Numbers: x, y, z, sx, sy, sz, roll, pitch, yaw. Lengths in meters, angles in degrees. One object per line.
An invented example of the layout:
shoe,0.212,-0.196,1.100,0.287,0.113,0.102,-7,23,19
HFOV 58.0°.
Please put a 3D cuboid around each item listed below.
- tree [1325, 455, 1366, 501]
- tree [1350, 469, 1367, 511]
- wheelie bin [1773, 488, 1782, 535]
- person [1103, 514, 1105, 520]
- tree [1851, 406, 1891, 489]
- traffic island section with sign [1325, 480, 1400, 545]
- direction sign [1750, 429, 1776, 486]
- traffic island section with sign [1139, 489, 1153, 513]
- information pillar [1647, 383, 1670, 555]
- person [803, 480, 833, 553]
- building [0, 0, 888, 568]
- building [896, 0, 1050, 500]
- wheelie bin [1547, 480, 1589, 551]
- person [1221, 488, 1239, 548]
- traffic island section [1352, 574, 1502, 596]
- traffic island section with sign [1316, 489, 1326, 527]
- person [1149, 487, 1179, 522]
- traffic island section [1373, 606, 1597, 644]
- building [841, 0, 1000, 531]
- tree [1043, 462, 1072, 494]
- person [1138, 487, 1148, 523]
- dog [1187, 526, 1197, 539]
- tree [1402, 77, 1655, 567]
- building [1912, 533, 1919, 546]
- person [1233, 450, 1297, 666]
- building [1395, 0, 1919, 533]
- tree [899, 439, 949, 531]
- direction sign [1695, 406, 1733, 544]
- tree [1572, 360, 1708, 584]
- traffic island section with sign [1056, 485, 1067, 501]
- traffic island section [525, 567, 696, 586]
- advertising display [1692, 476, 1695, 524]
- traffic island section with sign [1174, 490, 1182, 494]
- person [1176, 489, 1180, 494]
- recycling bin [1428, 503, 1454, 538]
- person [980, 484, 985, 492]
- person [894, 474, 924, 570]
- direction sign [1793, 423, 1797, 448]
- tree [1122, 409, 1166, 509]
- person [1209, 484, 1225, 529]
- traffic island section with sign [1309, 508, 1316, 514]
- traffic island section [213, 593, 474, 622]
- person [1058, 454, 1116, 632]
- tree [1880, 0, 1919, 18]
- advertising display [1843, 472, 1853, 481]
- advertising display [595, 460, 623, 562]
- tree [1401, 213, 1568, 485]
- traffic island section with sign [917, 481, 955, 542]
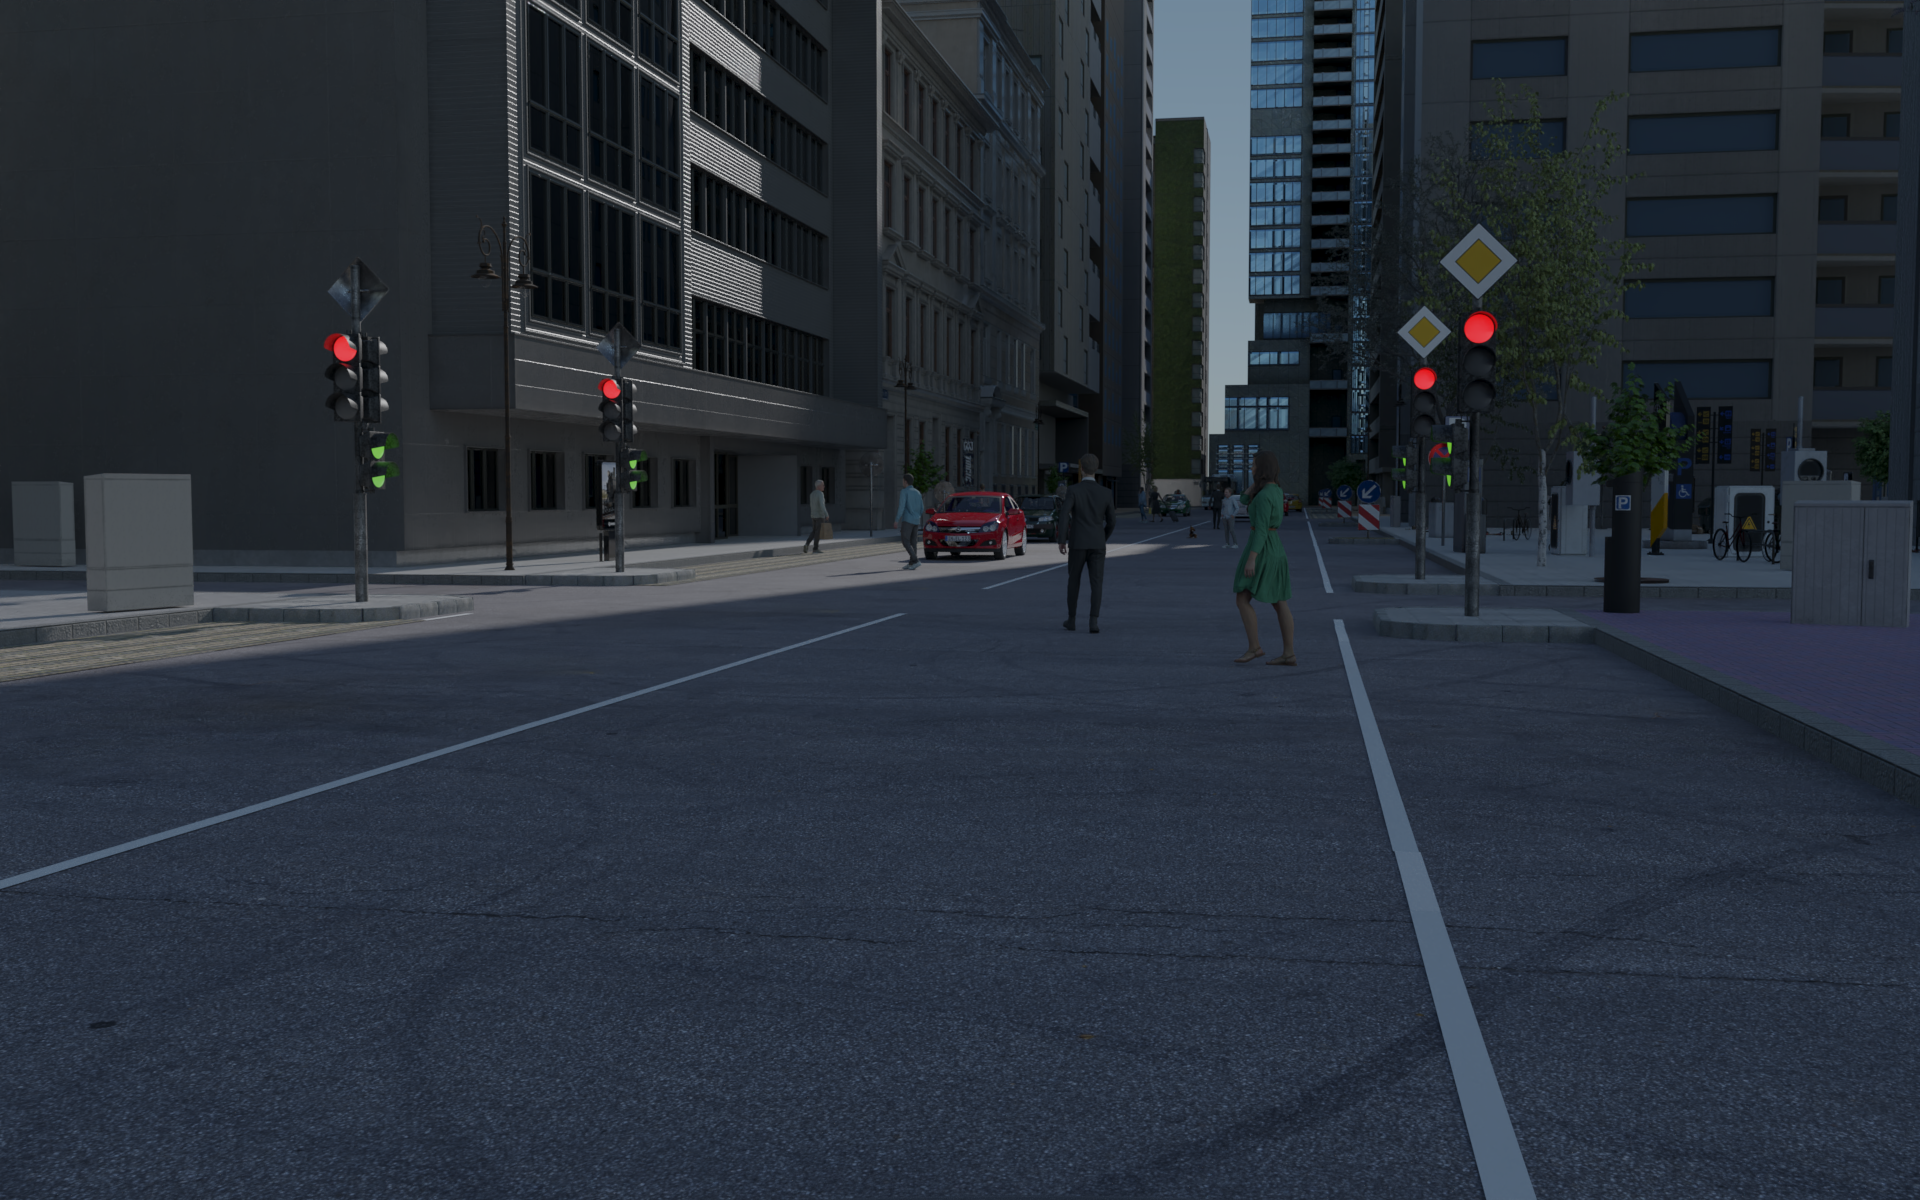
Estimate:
tree,32.579,-9.957,146.507,4.285,4.588,4.351,0,3,0
tree,30.853,-8.518,133.875,1.663,3.219,1.824,0,3,0
wheelie bin,25.956,-2.849,54.492,0.693,1.594,0.980,0,4,-1
person,7.725,-5.267,94.428,0.447,1.846,0.655,0,4,5
tree,32.639,-4.680,60.230,4.285,4.588,4.351,0,3,0
traffic island section with sign,11.702,-2.541,50.179,1.989,1.847,2.006,1,4,11
direction sign,27.730,-4.151,59.874,0.876,3.537,0.379,0,4,-1
traffic island section with sign,14.325,-7.319,128.300,1.989,1.847,2.006,1,4,11
information pillar,14.642,-2.745,36.231,0.183,3.616,0.504,-1,4,-10
person,-3.403,-1.992,41.561,0.515,1.767,0.782,-2,4,-35
building,-12.163,-13.820,45.024,14.314,24.678,30.058,1,4,11
building,-3.322,-18.657,90.947,13.634,28.700,20.117,1,4,11
wheelie bin,13.289,-1.835,37.908,0.693,1.594,0.980,2,4,34
person,7.117,-2.176,45.883,0.330,1.601,0.589,-2,4,-32
traffic island section,6.939,-0.230,26.043,2.009,0.180,2.903,1,4,11
traffic island section with sign,16.883,-4.159,76.633,1.989,1.847,2.006,1,4,11
person,10.308,-4.856,88.110,1.509,1.804,0.699,2,4,32
traffic island section,5.400,0.249,18.207,2.009,0.180,2.903,1,4,11
building,-5.896,-14.342,70.650,11.583,22.565,21.152,1,4,11
tree,5.602,-6.579,102.161,1.663,3.219,1.824,0,3,0
person,9.156,-4.767,86.704,0.793,1.790,0.793,-3,5,-41
dog,7.468,-2.201,56.173,0.550,0.427,0.748,3,4,37
tree,10.130,-4.888,30.283,4.737,8.622,4.395,0,3,0
building,36.011,-29.951,31.692,28.212,58.520,21.231,1,4,11
person,2.549,-0.347,14.424,0.529,1.795,0.600,1,4,14
building,30.376,-32.668,76.123,21.231,58.520,28.212,1,4,11
tree,-1.196,-4.039,60.632,1.663,3.219,1.824,0,3,0
direction sign,19.481,-3.230,44.804,0.876,3.537,0.379,2,4,35
tree,9.703,-1.876,25.268,1.663,3.219,1.824,0,3,0
traffic island section with sign,4.694,-4.319,79.237,1.989,1.847,2.006,1,4,11
traffic island section,-5.613,-0.381,28.504,2.009,0.180,2.903,1,4,11
advertising display,26.332,-3.519,62.747,0.123,1.923,0.974,0,4,-3
traffic island section with sign,19.523,-8.937,154.751,1.989,1.847,2.006,1,4,11
person,18.235,-8.356,145.051,1.348,1.831,0.705,3,4,38
recycling bin,14.259,-2.353,51.020,0.722,1.027,0.722,0,4,-2
person,0.759,-2.982,57.590,0.374,1.781,0.599,2,4,33
person,-0.926,-1.499,33.020,0.620,1.820,0.660,2,4,35
direction sign,26.821,-3.889,55.575,0.379,3.537,0.876,3,4,39
tree,15.848,-12.137,148.796,4.737,8.622,4.395,0,3,0
person,10.472,-3.809,70.554,0.659,1.850,0.755,1,4,11
traffic island section with sign,26.614,-7.188,126.146,1.989,1.847,2.006,1,4,11
traffic island section,-7.152,0.099,20.668,2.009,0.180,2.903,1,4,11
person,1.288,-0.597,18.032,0.659,1.850,0.755,0,4,-8
tree,6.876,-5.981,8.166,12.009,13.543,11.850,0,3,0
advertising display,25.821,-2.765,50.419,0.123,1.923,0.974,1,4,20
advertising display,-6.710,-1.711,33.190,0.123,1.923,0.974,1,4,13
tree,13.467,-5.802,45.226,4.360,8.622,3.978,0,3,0
traffic island section with sign,-0.531,-2.688,52.582,1.989,1.847,2.006,1,4,11
